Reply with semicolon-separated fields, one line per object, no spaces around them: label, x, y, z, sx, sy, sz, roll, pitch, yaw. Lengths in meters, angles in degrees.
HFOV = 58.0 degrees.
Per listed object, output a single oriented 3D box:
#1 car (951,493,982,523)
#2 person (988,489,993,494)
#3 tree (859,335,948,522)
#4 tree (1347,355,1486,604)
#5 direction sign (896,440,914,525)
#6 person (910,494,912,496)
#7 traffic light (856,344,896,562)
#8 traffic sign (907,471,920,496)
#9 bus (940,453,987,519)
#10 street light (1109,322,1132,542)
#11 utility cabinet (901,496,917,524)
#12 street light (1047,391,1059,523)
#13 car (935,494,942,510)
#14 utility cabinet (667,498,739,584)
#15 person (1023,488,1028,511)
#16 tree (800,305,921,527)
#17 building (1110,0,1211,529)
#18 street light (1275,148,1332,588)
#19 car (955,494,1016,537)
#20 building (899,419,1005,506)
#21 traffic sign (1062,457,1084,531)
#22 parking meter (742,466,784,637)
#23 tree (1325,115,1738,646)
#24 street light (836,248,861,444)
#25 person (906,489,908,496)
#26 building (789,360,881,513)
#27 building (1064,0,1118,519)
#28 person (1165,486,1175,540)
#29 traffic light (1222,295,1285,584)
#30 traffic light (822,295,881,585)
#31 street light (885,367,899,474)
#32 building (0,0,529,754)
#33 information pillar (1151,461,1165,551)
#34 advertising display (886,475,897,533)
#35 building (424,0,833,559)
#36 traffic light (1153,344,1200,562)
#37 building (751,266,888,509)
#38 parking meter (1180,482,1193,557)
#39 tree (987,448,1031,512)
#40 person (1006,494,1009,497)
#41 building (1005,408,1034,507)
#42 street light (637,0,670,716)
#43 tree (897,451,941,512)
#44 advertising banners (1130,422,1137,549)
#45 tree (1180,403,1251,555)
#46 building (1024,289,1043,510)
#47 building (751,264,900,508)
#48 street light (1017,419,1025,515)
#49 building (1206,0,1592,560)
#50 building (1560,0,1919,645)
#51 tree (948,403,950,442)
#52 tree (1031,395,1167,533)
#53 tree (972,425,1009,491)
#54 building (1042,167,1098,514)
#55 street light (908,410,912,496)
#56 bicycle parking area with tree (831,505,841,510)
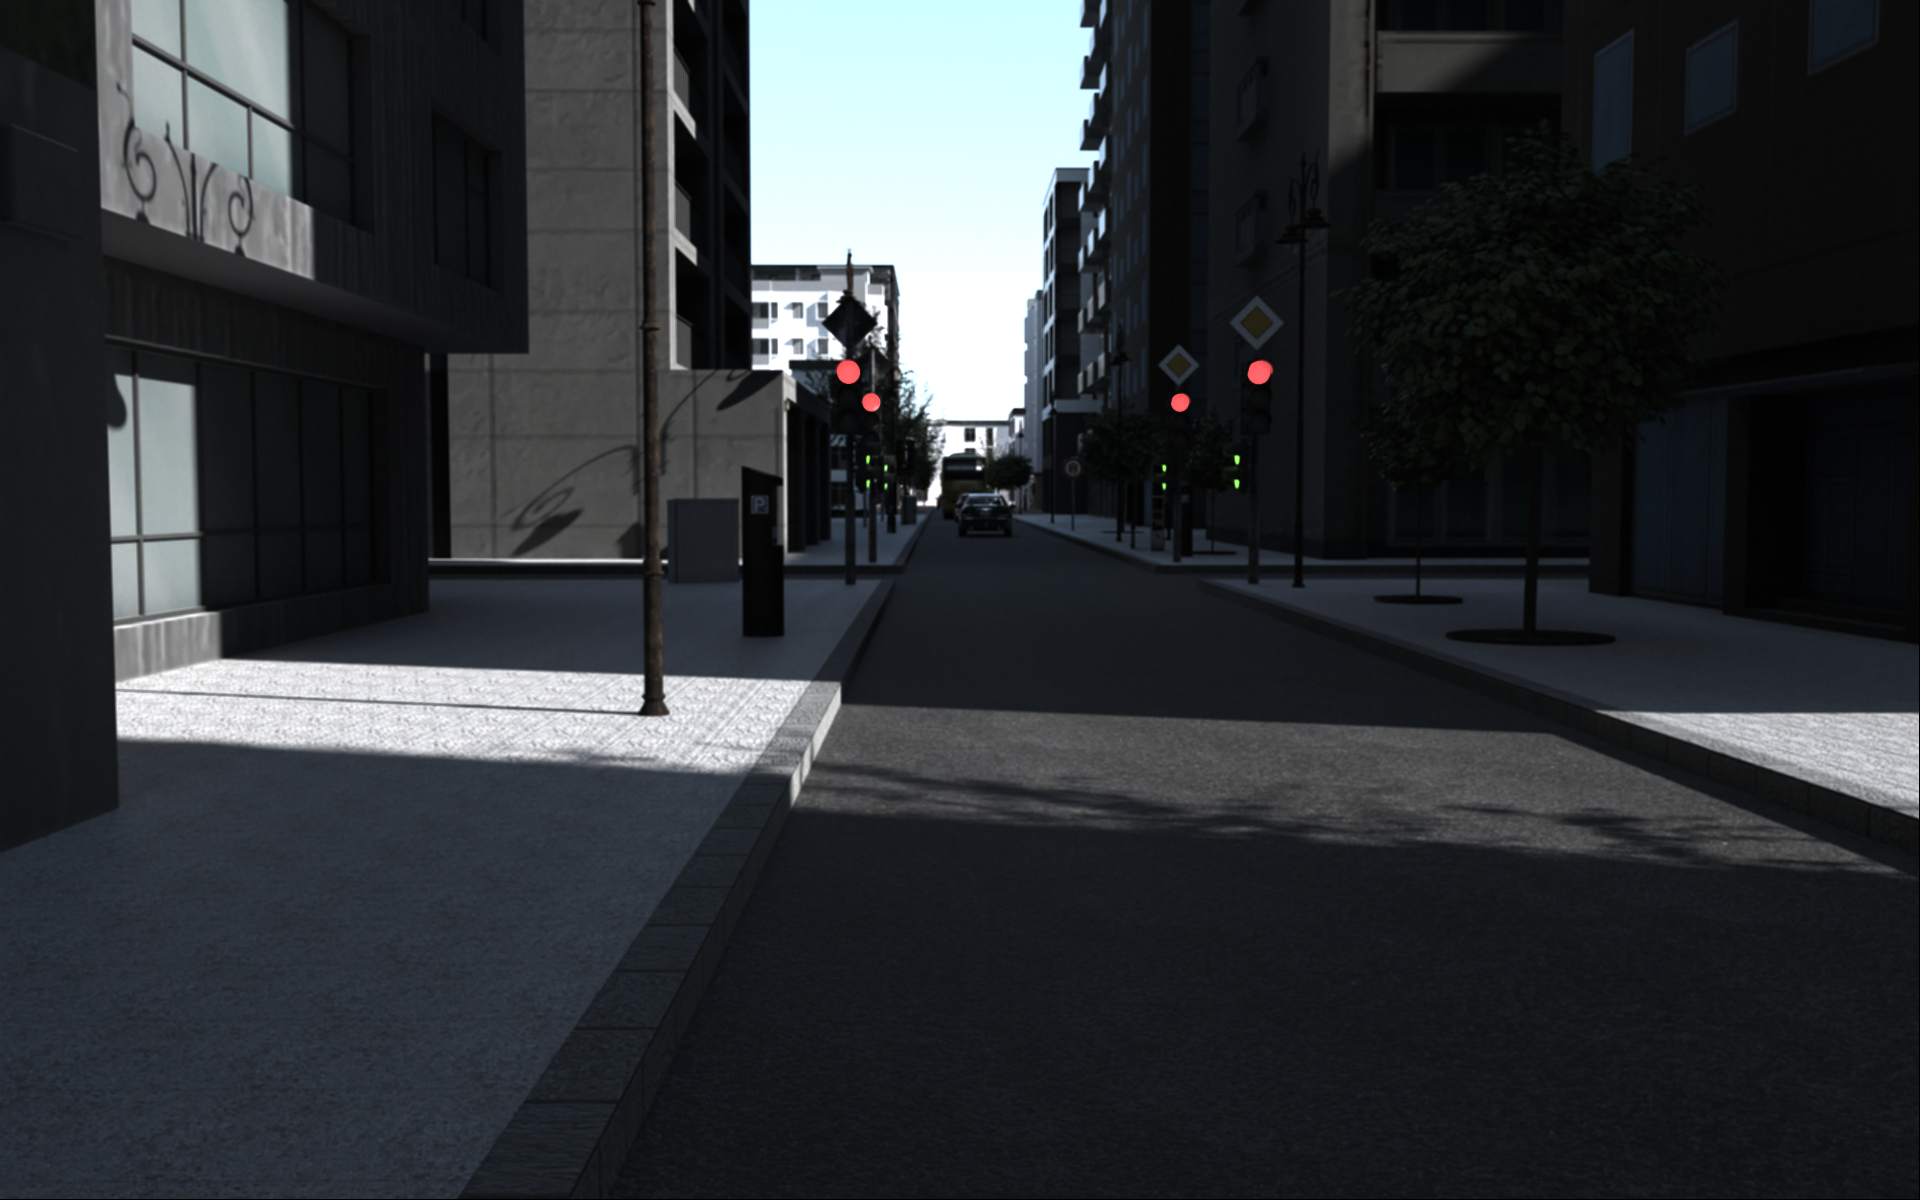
car;0.629;-4.844;88.240;2.155;1.783;4.494;0;4;-1
person;2.949;-10.115;172.098;1.217;1.739;0.721;2;4;33
tree;-3.389;-7.961;80.526;4.360;8.622;3.978;0;3;0
tree;5.444;-1.578;20.402;1.663;3.219;1.824;0;3;0
direction sign;-2.298;-4.935;72.678;0.876;3.537;0.379;2;4;30
person;-5.497;-10.897;187.382;1.217;1.735;0.721;-2;4;-26
traffic light;-1.628;-2.663;32.466;0.839;4.253;0.868;0;4;-1
traffic sign;-2.621;-5.926;97.003;0.768;2.556;0.104;1;4;9
bus;0.213;-6.756;102.013;2.896;3.916;12.252;0;4;0
street light;4.305;-4.521;46.707;0.468;5.910;1.993;0;4;-1
utility cabinet;-2.172;-3.824;73.680;0.306;1.237;1.020;1;4;23
street light;4.109;-6.360;76.773;0.468;5.910;1.993;0;4;-1
car;-1.253;-9.290;160.933;2.155;1.783;4.494;0;4;0
utility cabinet;-3.725;-0.854;25.127;1.020;1.237;0.306;-2;4;-35
person;5.032;-7.653;132.102;0.436;1.711;0.756;1;4;16
tree;-3.927;-7.130;66.940;4.737;8.622;4.395;0;3;0
building;13.699;-25.638;69.296;14.600;45.320;14.200;0;4;-1
street light;4.656;-3.111;23.653;0.468;5.910;1.993;0;4;-1
car;0.878;-2.942;59.902;2.131;1.459;4.920;0;4;1
building;-1.555;-15.607;197.328;28.070;9.664;9.099;0;4;-1
traffic sign;3.929;-3.676;60.212;0.768;2.556;0.104;0;4;3
parking meter;-1.783;-0.444;15.670;0.372;1.533;0.369;0;3;0
tree;4.962;-1.927;15.216;4.285;4.588;4.351;0;3;0
street light;-2.067;-3.665;32.705;0.468;5.910;1.993;0;4;-1
person;-4.373;-8.500;145.707;0.721;1.739;1.217;-2;4;-25
building;-10.043;-11.024;122.385;9.099;9.664;28.070;0;4;-1
building;18.034;-28.863;91.519;23.786;49.044;30.456;0;4;-1
person;5.787;-2.536;47.958;0.683;1.767;0.568;2;4;35
traffic light;4.163;-2.180;24.561;0.839;4.253;0.868;0;4;-1
traffic light;-1.538;-2.175;24.481;0.839;4.253;0.868;0;4;-1
street light;-2.452;-5.514;62.941;0.468;5.910;1.993;0;4;-1
building;-11.753;-20.237;14.475;14.086;41.232;14.154;0;4;-1
information pillar;4.472;-2.118;39.121;0.304;2.012;0.304;1;4;8
advertising display;-2.262;-3.173;57.089;0.123;1.923;0.974;-1;4;-18
building;-13.798;-36.943;42.268;20.563;71.187;20.611;0;4;-1
traffic light;4.073;-2.668;32.546;0.839;4.253;0.868;0;4;-1
building;-13.919;-17.452;141.754;16.016;20.091;11.380;0;4;-1
parking meter;4.607;-1.668;35.682;0.372;1.533;0.369;0;3;0
tree;3.638;-8.488;122.486;4.285;4.588;4.351;0;3;0
person;5.533;-10.840;183.273;1.348;1.824;0.705;-1;4;-14
building;9.730;-13.840;168.428;9.099;9.664;28.070;0;4;-1
street light;-1.780;-2.270;9.900;0.468;5.910;1.993;0;4;-1
tree;-3.075;-8.664;125.362;4.285;4.588;4.351;0;3;0
advertising banners;4.153;-2.759;41.292;0.090;3.025;2.074;0;4;8
tree;5.533;-2.597;37.061;1.663;3.219;1.824;0;3;0
building;13.543;-17.809;147.594;16.016;20.091;11.380;0;4;-1
building;-22.335;-19.827;168.145;32.646;21.610;27.936;0;4;-1
street light;3.755;-8.230;107.342;0.468;5.910;1.993;0;4;-1
building;17.472;-25.649;43.071;21.600;48.544;21.300;0;4;-1
building;14.839;-22.295;14.626;14.600;45.320;14.200;0;4;-1
tree;-2.773;-9.820;110.922;4.360;8.622;3.978;0;3;0
tree;5.385;-4.510;57.451;4.285;4.588;4.351;0;3;0
tree;3.445;-14.363;185.198;4.360;8.622;3.978;0;3;0
building;19.735;-17.194;125.099;27.936;21.610;32.646;0;4;-1
street light;-2.733;-7.359;93.101;0.468;5.910;1.993;0;4;-1
bicycle parking area with tree;-11.402;-7.091;102.936;9.016;4.147;8.231;3;4;36
